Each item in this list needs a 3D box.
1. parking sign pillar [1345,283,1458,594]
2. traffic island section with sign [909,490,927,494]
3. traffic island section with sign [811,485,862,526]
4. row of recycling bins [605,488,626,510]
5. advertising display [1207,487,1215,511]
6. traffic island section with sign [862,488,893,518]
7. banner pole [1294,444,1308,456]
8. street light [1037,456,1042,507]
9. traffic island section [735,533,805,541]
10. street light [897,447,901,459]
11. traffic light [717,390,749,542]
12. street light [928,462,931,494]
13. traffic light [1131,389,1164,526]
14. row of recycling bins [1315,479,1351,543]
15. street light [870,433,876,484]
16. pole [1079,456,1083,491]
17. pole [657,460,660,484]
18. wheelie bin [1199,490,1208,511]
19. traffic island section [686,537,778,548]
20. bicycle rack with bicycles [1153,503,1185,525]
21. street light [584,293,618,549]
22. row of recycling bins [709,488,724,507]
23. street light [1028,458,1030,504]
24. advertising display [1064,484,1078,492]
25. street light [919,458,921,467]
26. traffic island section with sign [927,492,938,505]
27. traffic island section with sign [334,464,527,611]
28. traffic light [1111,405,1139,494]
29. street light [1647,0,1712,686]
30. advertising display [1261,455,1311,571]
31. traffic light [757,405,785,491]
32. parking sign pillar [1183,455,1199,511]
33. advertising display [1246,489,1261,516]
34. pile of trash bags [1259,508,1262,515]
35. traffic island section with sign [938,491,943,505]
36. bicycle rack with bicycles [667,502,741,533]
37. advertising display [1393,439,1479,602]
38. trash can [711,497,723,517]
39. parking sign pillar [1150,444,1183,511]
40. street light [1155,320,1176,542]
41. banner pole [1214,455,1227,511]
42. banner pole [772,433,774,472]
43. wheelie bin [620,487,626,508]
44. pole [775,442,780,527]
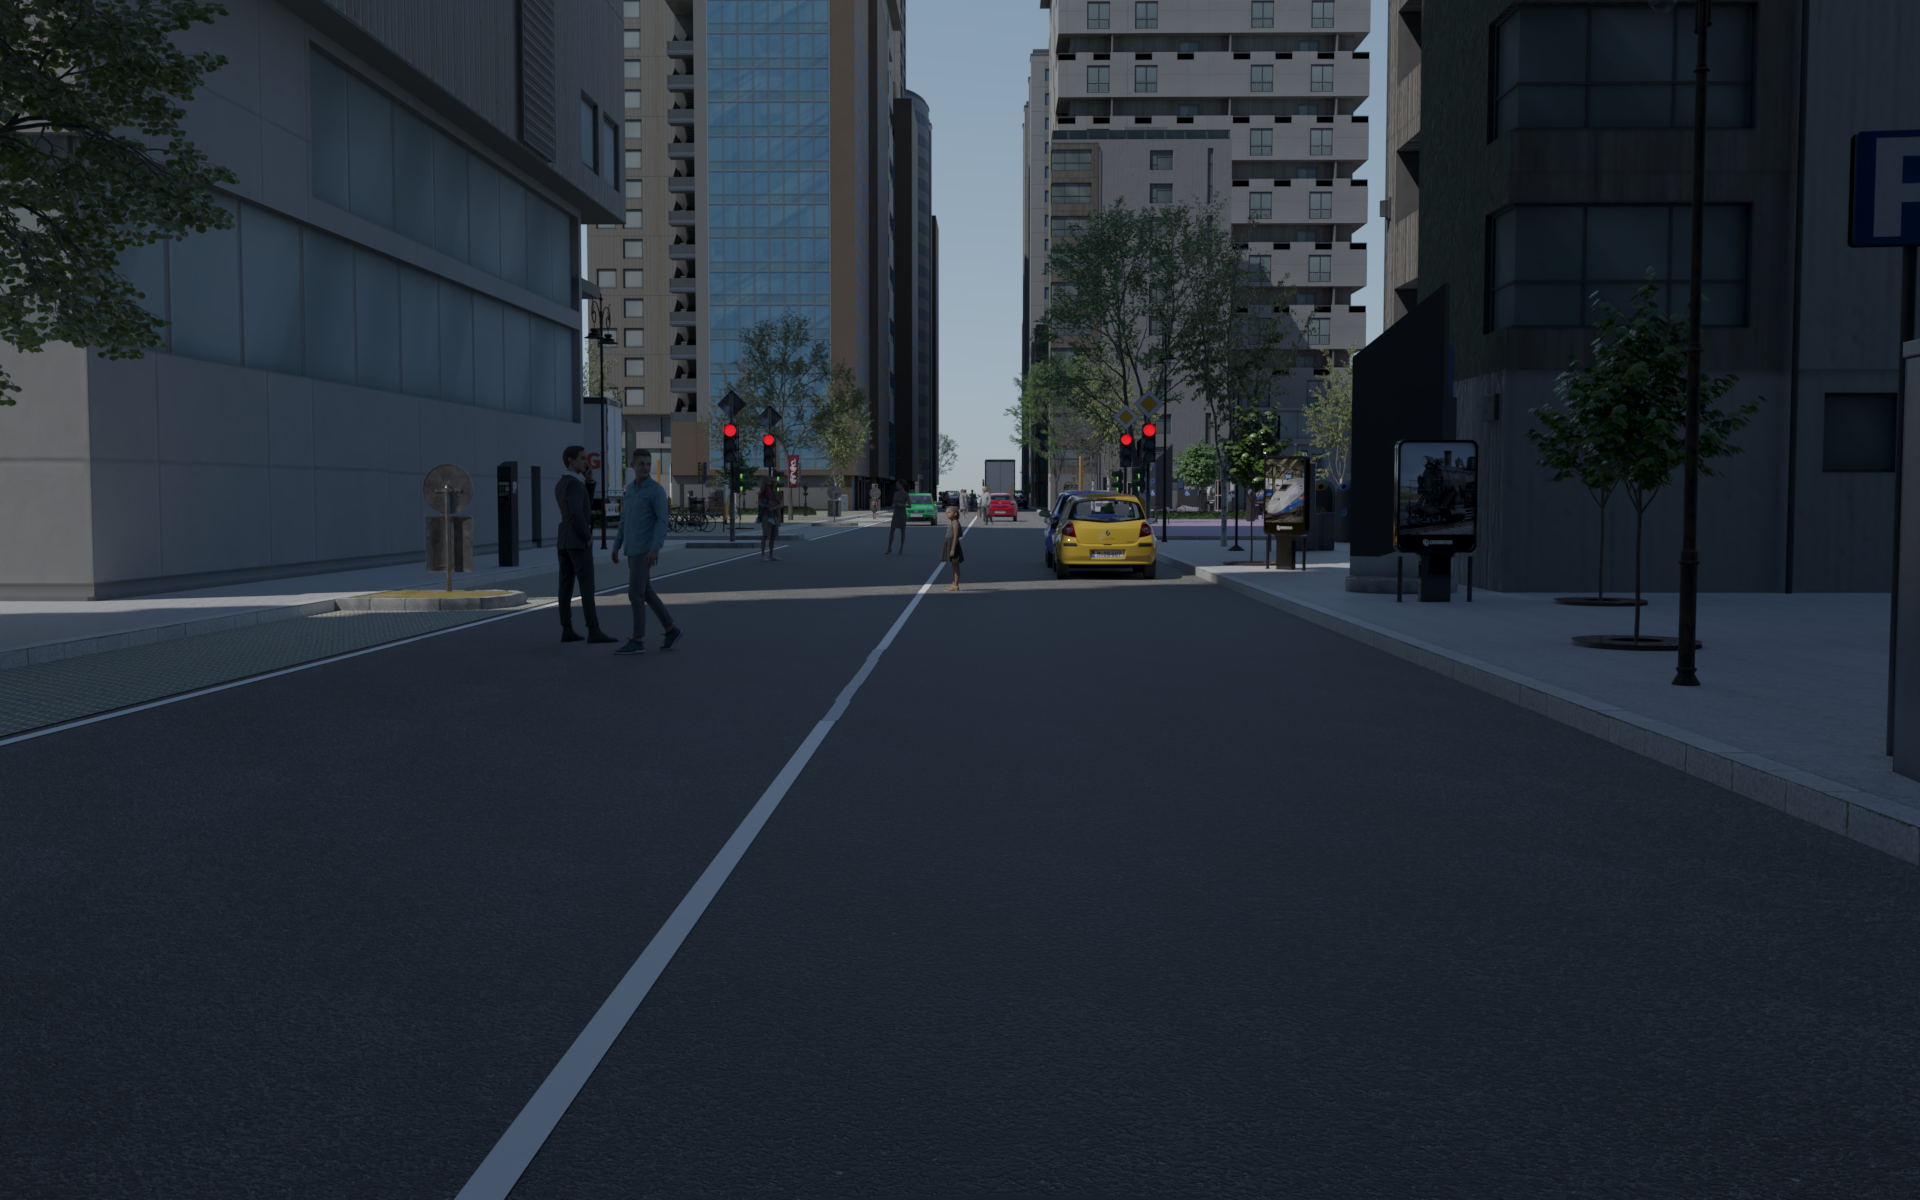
[{"bbox_3d":[5.818,-2.096,22.738,1.447,3.967,1.447,3,5,40],"label":"parking sign pillar"},{"bbox_3d":[-4.158,-8.831,153.014,1.989,1.847,2.006,0,4,1],"label":"traffic island section with sign"},{"bbox_3d":[-5.590,-4.219,77.612,1.989,1.847,2.006,0,4,1],"label":"traffic island section with sign"},{"bbox_3d":[-25.529,-7.294,126.372,3.534,1.692,1.069,3,5,40],"label":"row of recycling bins"},{"bbox_3d":[16.894,-6.785,116.151,0.123,1.923,0.974,-2,4,-31],"label":"advertising display"},{"bbox_3d":[-5.069,-5.871,104.623,1.989,1.847,2.006,0,4,1],"label":"traffic island section with sign"},{"bbox_3d":[16.940,-5.892,86.345,0.863,3.779,0.401,0,4,-3],"label":"banner pole"},{"bbox_3d":[7.921,-12.178,171.905,0.468,5.910,1.993,0,4,1],"label":"street light"},{"bbox_3d":[-6.014,-1.987,54.772,2.009,0.180,2.903,0,4,1],"label":"traffic island section"},{"bbox_3d":[-5.866,-11.835,166.285,0.468,5.910,1.993,0,4,1],"label":"street light"},{"bbox_3d":[-6.126,-3.531,46.653,0.839,4.253,0.868,0,4,1],"label":"traffic light"},{"bbox_3d":[-4.384,-16.860,248.445,0.468,5.910,1.993,0,4,1],"label":"street light"},{"bbox_3d":[5.034,-3.519,46.458,0.839,4.253,0.868,0,4,1],"label":"traffic light"},{"bbox_3d":[10.609,-2.350,45.537,1.069,1.692,3.534,-3,4,-37],"label":"row of recycling bins"},{"bbox_3d":[-6.641,-9.733,131.916,0.468,5.910,1.993,0,4,1],"label":"street light"},{"bbox_3d":[6.497,-6.060,92.916,0.158,3.312,0.155,0,3,0],"label":"pole"},{"bbox_3d":[-17.917,-6.679,103.052,0.158,3.312,0.155,0,3,0],"label":"pole"},{"bbox_3d":[17.828,-7.285,127.013,0.980,1.594,0.693,-2,4,-32],"label":"wheelie bin"},{"bbox_3d":[-6.166,-1.499,46.788,2.009,0.180,2.903,0,4,1],"label":"traffic island section"},{"bbox_3d":[7.646,-3.664,73.295,2.852,0.926,2.925,-1,4,-8],"label":"bicycle rack with bicycles"},{"bbox_3d":[-8.269,-4.114,40.051,0.468,5.910,1.993,0,4,1],"label":"street light"},{"bbox_3d":[-17.598,-7.245,125.570,1.069,1.692,3.534,0,4,-3],"label":"row of recycling bins"},{"bbox_3d":[8.865,-15.192,221.182,0.468,5.910,1.993,0,4,1],"label":"street light"},{"bbox_3d":[7.448,-6.809,116.545,0.974,1.923,0.123,-1,4,-14],"label":"advertising display"},{"bbox_3d":[-4.973,-14.789,214.592,0.468,5.910,1.993,0,4,1],"label":"street light"},{"bbox_3d":[-3.623,-10.530,180.786,1.989,1.847,2.006,0,4,1],"label":"traffic island section with sign"},{"bbox_3d":[-6.642,-0.822,22.061,1.989,1.847,2.006,0,4,1],"label":"traffic island section with sign"},{"bbox_3d":[5.185,-4.007,54.441,0.839,4.253,0.868,0,4,1],"label":"traffic light"},{"bbox_3d":[4.881,-2.366,11.468,0.468,5.910,1.993,0,4,1],"label":"street light"},{"bbox_3d":[5.519,-1.472,29.284,0.123,1.923,0.974,-2,4,-35],"label":"advertising display"},{"bbox_3d":[-5.974,-4.019,54.637,0.839,4.253,0.868,0,4,1],"label":"traffic light"},{"bbox_3d":[14.343,-7.362,108.840,1.447,3.967,1.447,1,4,22],"label":"parking sign pillar"},{"bbox_3d":[15.116,-5.106,88.700,0.974,1.923,0.123,-1,4,-17],"label":"advertising display"},{"bbox_3d":[19.106,-5.826,105.004,3.447,1.369,1.912,1,4,13],"label":"pile of trash bags"},{"bbox_3d":[-2.569,-13.934,236.445,1.989,1.847,2.006,0,4,1],"label":"traffic island section with sign"},{"bbox_3d":[-9.352,-2.749,58.326,2.925,0.926,2.852,-2,4,-33],"label":"bicycle rack with bicycles"},{"bbox_3d":[5.636,-0.937,20.530,0.974,1.923,0.123,0,4,-4],"label":"advertising display"},{"bbox_3d":[-13.557,-5.124,95.434,0.748,1.137,0.748,0,3,0],"label":"trash can"},{"bbox_3d":[10.799,-6.386,92.876,1.447,3.967,1.447,-3,4,-39],"label":"parking sign pillar"},{"bbox_3d":[5.459,-4.483,46.085,0.468,5.910,1.993,0,4,1],"label":"street light"},{"bbox_3d":[14.989,-6.735,100.133,0.863,3.779,0.401,0,4,-1],"label":"banner pole"},{"bbox_3d":[-7.682,-4.945,70.874,0.401,3.779,0.863,-1,4,-15],"label":"banner pole"},{"bbox_3d":[-14.203,-4.088,74.742,0.980,1.594,0.693,3,4,38],"label":"wheelie bin"},{"bbox_3d":[-7.184,-4.542,68.111,0.158,3.312,0.155,0,3,0],"label":"pole"}]
